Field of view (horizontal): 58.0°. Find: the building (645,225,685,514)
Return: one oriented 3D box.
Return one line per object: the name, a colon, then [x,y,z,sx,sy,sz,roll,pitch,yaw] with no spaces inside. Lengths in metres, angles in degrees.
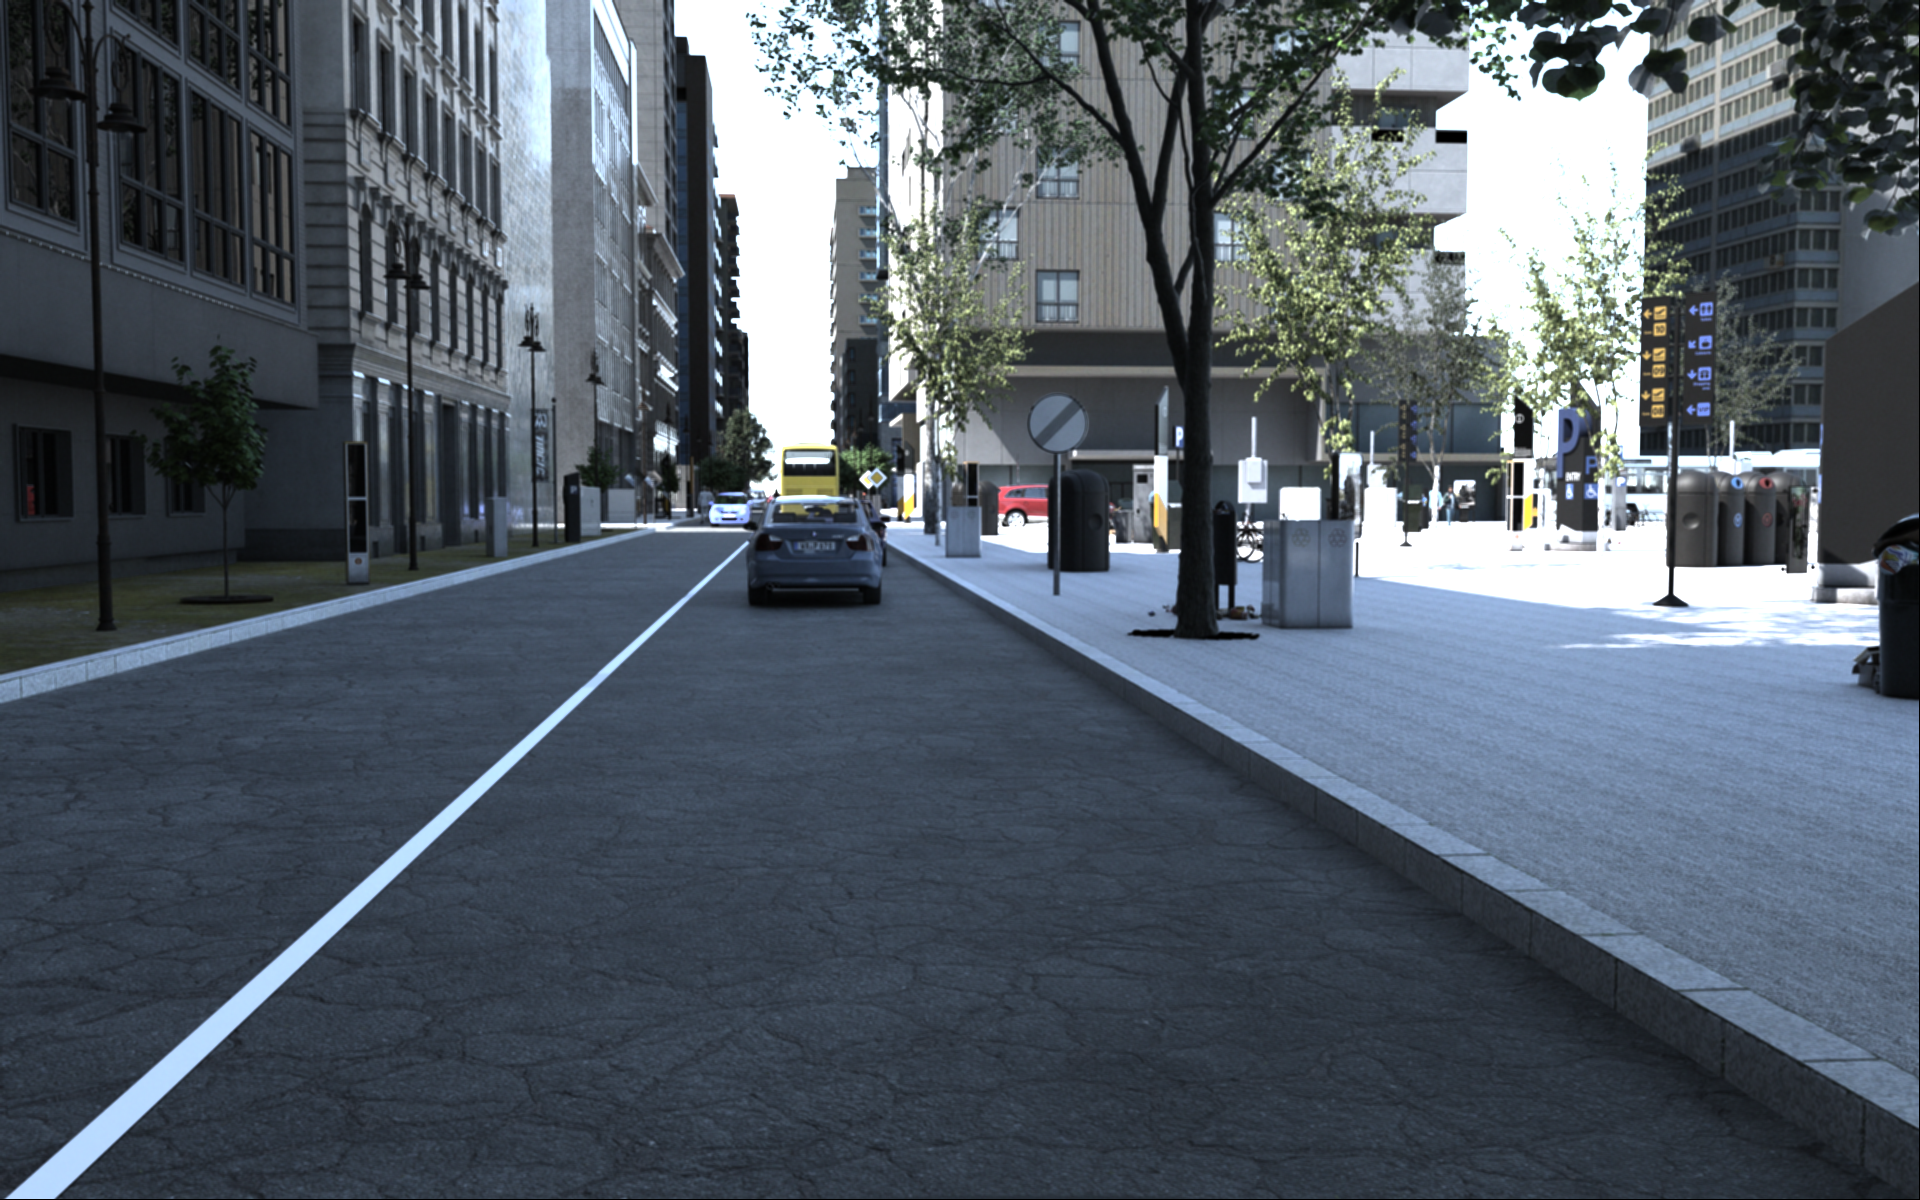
building: [-25.926,-17.497,122.240,11.583,22.565,21.152,0,4,-5]

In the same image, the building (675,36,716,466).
building: [-31.867,-32.019,173.625,14.600,45.320,14.200,0,4,-5]

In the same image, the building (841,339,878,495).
building: [-0.129,-22.209,208.152,27.650,21.520,28.899,0,4,-5]

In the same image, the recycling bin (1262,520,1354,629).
recycling bin: [3.376,-0.262,16.831,0.722,1.027,0.722,0,4,-5]

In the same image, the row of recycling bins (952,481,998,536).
row of recycling bins: [0.417,-2.889,54.352,1.069,1.692,3.534,-1,4,-12]

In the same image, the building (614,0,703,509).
building: [-33.725,-43.808,154.510,20.563,71.187,20.611,0,4,-5]

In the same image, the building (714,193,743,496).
building: [-42.168,-36.069,244.348,22.147,44.769,28.867,0,4,-5]

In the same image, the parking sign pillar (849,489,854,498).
parking sign pillar: [-8.817,-9.358,141.469,1.447,3.967,1.447,0,4,-5]

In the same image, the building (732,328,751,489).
building: [-43.170,-32.061,295.905,14.160,30.474,14.107,0,4,-5]

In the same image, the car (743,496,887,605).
car: [-1.991,-0.721,23.786,2.014,1.417,4.499,0,4,-5]

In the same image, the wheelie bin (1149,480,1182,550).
wheelie bin: [4.761,-1.956,39.882,0.980,1.594,0.693,-2,4,-34]

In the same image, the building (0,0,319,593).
building: [-17.552,-13.779,18.792,14.314,27.812,24.014,0,4,-5]

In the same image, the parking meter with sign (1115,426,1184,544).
parking meter with sign: [4.872,-2.974,44.889,1.738,3.016,0.543,2,4,30]

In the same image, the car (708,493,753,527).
car: [-10.012,-4.051,75.832,1.945,1.707,3.694,0,4,-5]

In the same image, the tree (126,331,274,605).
tree: [-8.712,-1.593,20.651,1.663,3.219,1.824,0,3,0]

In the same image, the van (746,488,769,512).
van: [-14.891,-7.298,126.326,2.013,2.044,4.112,0,4,-4]

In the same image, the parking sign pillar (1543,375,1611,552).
parking sign pillar: [13.848,-3.076,38.765,1.447,3.967,1.447,0,4,-6]

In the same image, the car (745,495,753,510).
car: [-13.991,-5.920,108.801,2.014,1.417,4.499,0,4,-5]

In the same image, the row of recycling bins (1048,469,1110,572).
row of recycling bins: [2.000,-1.407,30.112,1.069,1.692,3.534,0,4,0]

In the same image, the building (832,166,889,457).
building: [-7.620,-38.446,252.292,21.300,48.544,21.600,0,4,-5]

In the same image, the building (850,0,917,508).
building: [0.323,-52.815,176.190,22.319,86.520,31.000,0,4,-5]

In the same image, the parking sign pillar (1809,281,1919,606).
parking sign pillar: [10.874,-1.954,20.419,1.447,3.967,1.447,1,4,22]

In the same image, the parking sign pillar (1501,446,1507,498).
parking sign pillar: [31.436,-6.898,101.261,1.447,3.967,1.447,2,4,26]

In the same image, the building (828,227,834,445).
building: [-9.908,-38.096,277.490,22.147,44.769,28.867,0,4,-5]

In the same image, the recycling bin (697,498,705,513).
recycling bin: [-17.345,-6.401,117.211,0.722,1.027,0.722,-2,4,-30]

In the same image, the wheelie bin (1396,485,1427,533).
wheelie bin: [14.966,-3.028,57.419,0.980,1.594,0.693,1,4,15]

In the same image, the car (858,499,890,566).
car: [-2.402,-1.417,35.747,1.945,1.354,3.894,0,4,-4]

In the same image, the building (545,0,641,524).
building: [-22.235,-16.141,81.933,12.078,24.808,19.932,0,4,-5]

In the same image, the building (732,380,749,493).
building: [-47.826,-26.248,274.198,27.650,21.520,28.899,0,4,-5]

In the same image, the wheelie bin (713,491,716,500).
wheelie bin: [-18.452,-7.359,128.229,0.693,1.594,0.980,2,4,25]

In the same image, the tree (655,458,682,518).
tree: [-15.404,-5.981,92.391,1.663,3.219,1.824,0,3,0]

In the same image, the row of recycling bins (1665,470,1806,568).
row of recycling bins: [13.898,-1.466,31.085,3.534,1.692,1.069,-2,4,-34]

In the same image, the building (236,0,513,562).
building: [-16.961,-11.724,40.842,9.793,20.994,18.267,0,4,-5]

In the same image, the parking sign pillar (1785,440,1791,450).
parking sign pillar: [41.718,-6.022,86.934,1.447,3.967,1.447,3,4,38]

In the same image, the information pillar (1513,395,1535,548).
information pillar: [13.271,-3.028,40.855,0.504,3.616,0.183,3,5,40]

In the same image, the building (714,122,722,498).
building: [-38.582,-35.232,195.657,23.786,49.044,30.456,0,4,-5]

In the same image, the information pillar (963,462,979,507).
information pillar: [0.254,-2.166,39.902,0.304,2.012,0.304,-1,4,-14]

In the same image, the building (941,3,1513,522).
building: [10.895,-30.590,89.384,27.495,52.752,28.713,0,4,-5]

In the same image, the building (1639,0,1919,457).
building: [54.305,-24.778,96.994,23.993,40.220,32.217,0,4,-5]

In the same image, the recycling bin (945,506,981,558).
recycling bin: [0.064,-1.393,35.337,0.722,1.027,0.722,0,4,-1]

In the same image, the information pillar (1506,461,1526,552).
information pillar: [12.333,-2.078,38.461,0.304,2.012,0.304,0,4,-4]

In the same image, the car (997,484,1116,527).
car: [3.595,-3.679,68.816,5.304,1.827,2.281,0,4,-5]

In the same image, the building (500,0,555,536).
building: [-22.301,-12.264,55.268,16.860,20.320,10.420,0,4,-5]

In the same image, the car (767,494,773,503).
car: [-25.512,-13.958,237.250,2.155,1.783,4.494,0,4,-7]

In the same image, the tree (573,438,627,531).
tree: [-12.636,-3.995,59.923,1.663,3.219,1.824,0,3,0]

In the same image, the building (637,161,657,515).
building: [-24.099,-16.692,101.786,11.050,23.489,19.941,0,4,-5]

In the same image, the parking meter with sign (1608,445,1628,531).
parking meter with sign: [22.870,-3.908,60.159,0.543,3.016,1.738,1,4,12]
